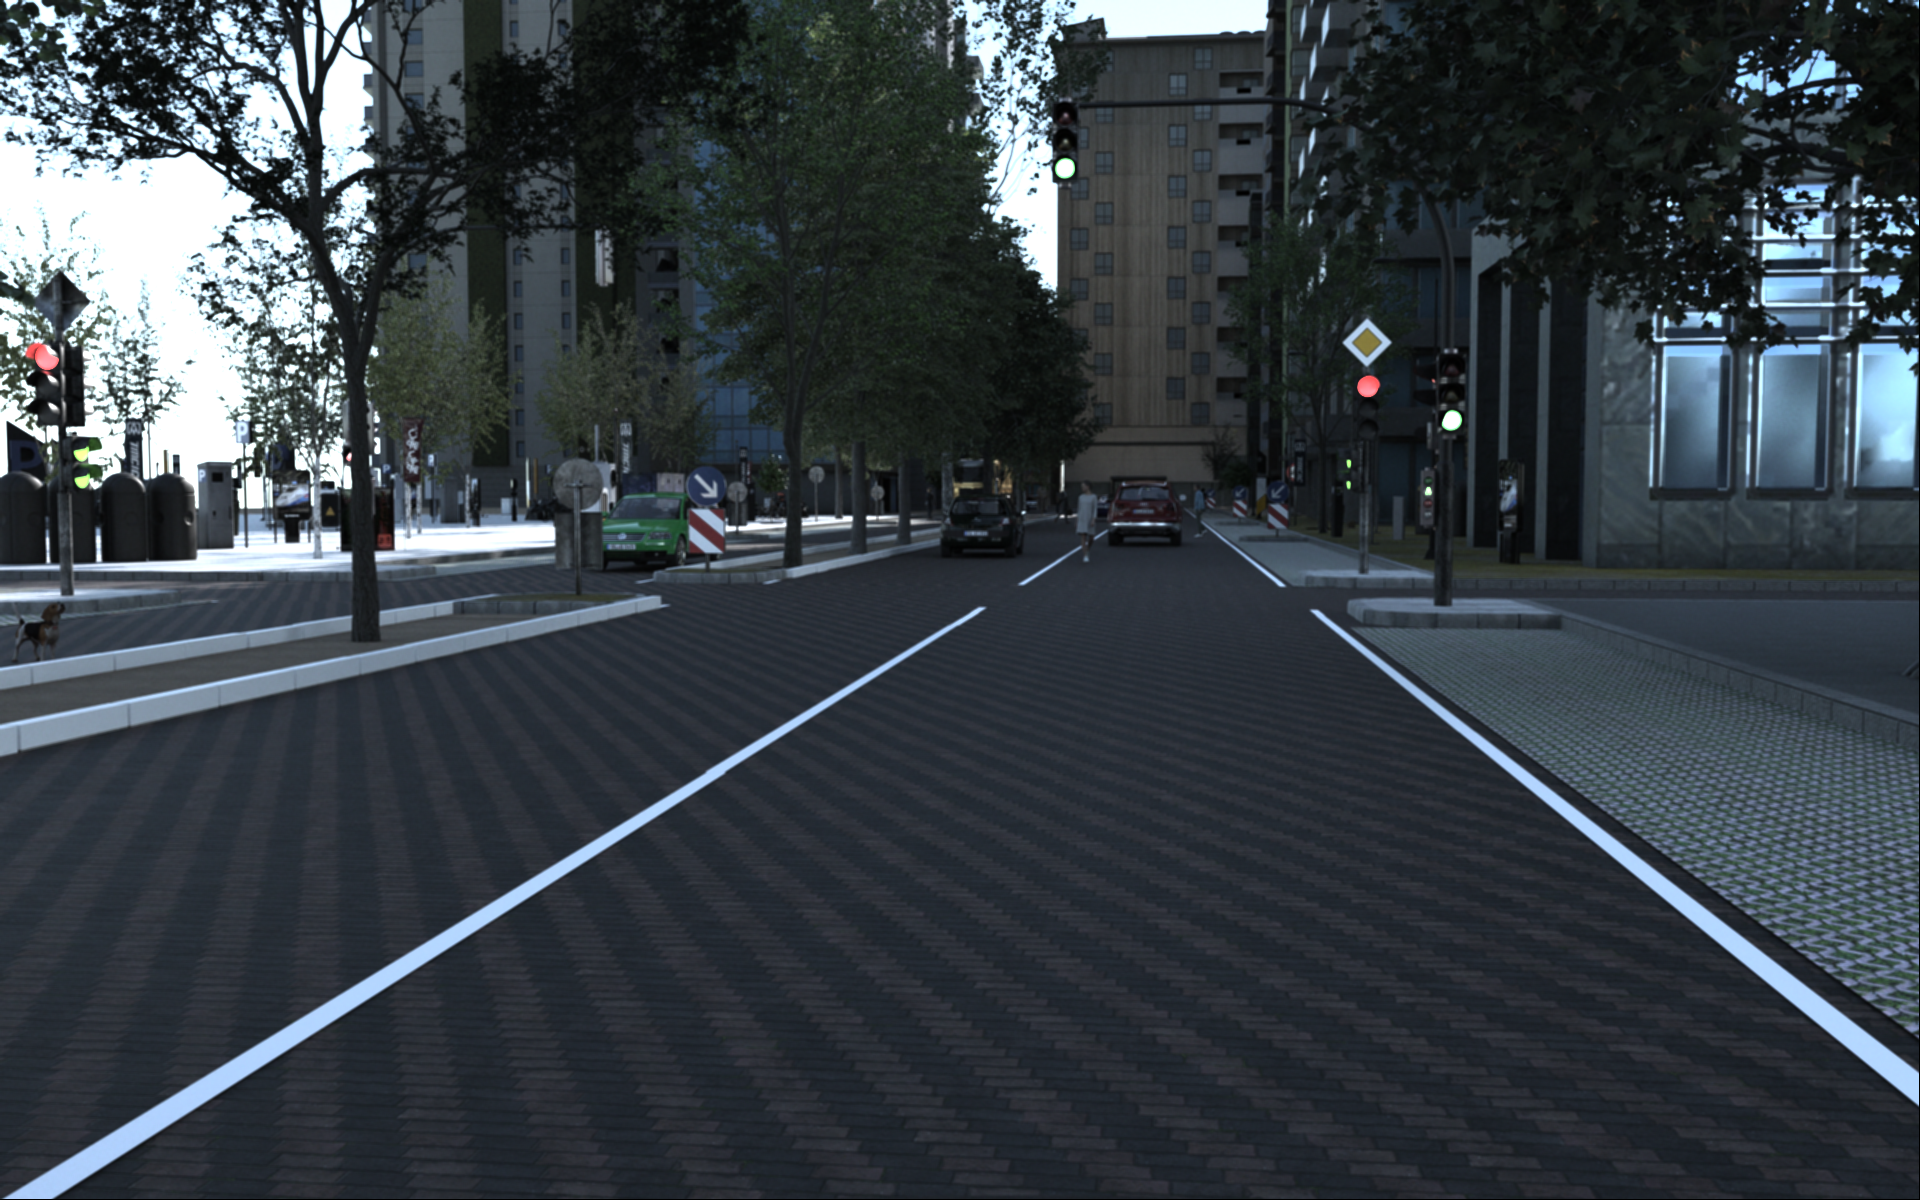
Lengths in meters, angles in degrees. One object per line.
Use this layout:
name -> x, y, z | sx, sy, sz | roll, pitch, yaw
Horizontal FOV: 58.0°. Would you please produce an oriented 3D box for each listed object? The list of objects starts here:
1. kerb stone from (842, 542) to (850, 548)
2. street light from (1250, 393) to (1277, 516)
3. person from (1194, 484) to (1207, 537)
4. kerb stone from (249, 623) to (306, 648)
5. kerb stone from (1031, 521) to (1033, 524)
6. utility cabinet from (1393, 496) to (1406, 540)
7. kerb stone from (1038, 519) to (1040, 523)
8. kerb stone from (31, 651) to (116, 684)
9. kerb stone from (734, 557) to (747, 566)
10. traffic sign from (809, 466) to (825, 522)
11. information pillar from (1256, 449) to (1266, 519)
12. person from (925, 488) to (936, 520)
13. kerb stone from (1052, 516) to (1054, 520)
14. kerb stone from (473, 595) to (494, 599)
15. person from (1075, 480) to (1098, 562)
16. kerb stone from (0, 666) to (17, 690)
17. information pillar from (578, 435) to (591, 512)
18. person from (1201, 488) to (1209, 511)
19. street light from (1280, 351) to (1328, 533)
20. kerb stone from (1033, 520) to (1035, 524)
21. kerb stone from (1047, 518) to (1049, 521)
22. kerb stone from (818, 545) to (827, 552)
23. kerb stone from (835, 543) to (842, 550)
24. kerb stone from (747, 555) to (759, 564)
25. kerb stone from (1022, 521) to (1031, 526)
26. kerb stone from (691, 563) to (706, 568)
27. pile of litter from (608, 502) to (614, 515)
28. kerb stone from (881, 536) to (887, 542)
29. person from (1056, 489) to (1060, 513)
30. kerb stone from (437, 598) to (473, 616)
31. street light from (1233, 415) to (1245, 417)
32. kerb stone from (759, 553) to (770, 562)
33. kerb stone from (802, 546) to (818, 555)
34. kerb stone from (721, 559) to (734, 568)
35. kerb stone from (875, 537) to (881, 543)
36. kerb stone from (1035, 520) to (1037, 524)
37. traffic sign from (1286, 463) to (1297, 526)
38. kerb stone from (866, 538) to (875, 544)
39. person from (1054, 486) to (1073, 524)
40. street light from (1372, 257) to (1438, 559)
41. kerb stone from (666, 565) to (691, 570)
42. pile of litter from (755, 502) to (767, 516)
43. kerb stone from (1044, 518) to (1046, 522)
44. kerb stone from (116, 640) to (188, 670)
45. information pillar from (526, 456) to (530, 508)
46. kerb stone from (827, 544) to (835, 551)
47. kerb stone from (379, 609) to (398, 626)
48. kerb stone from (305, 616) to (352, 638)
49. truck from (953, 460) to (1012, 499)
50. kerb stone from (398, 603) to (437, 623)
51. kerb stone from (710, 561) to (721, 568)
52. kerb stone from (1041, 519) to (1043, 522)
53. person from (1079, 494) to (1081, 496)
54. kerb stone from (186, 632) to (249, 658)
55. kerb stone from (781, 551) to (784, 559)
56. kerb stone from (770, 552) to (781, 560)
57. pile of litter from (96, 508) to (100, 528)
kerb stone -> -3.115, -1.427, 45.523 | 0.120, 0.150, 1.000 | 0, 4, 7
street light -> 14.151, -6.524, 79.208 | 1.470, 5.913, 1.316 | 0, 4, 7
person -> 8.037, -3.005, 57.977 | 0.444, 1.785, 0.601 | 2, 4, 31
kerb stone -> -6.570, 0.354, 16.523 | 0.120, 0.150, 1.000 | 0, 4, 7
kerb stone -> 3.205, -3.587, 80.850 | 0.120, 0.150, 1.000 | 0, 4, 7
utility cabinet -> 12.452, -2.319, 49.083 | 0.306, 1.237, 1.020 | 1, 4, 17
kerb stone -> 3.693, -3.836, 84.915 | 0.120, 0.150, 1.000 | 0, 4, 7
kerb stone -> -6.937, 0.534, 13.464 | 0.120, 0.150, 1.000 | 0, 4, 7
kerb stone -> -4.451, -0.740, 34.349 | 0.120, 0.150, 1.000 | 0, 4, 7
traffic sign -> -6.534, -4.812, 78.774 | 0.768, 2.556, 0.104 | 1, 4, 14
information pillar -> 15.442, -5.961, 88.814 | 0.504, 3.616, 0.183 | 0, 4, 6
person -> -1.664, -5.429, 97.690 | 0.534, 1.772, 0.576 | 2, 4, 27
kerb stone -> 4.907, -4.451, 95.096 | 0.120, 0.150, 1.000 | 0, 4, 7
kerb stone -> -5.970, 0.036, 21.611 | 0.120, 0.150, 1.000 | 0, 4, 7
person -> 2.685, -1.693, 36.930 | 0.466, 1.731, 0.760 | 0, 4, -6
kerb stone -> -7.057, 0.596, 12.443 | 0.120, 0.150, 1.000 | 0, 4, 7
information pillar -> -14.978, -4.755, 69.094 | 0.504, 3.616, 0.183 | 0, 4, -6
person -> 18.604, -7.603, 132.439 | 1.348, 1.869, 0.705 | 3, 4, 37
street light -> 11.341, -5.134, 56.490 | 1.470, 5.913, 1.316 | 0, 4, 7
kerb stone -> 3.325, -3.650, 81.865 | 0.120, 0.150, 1.000 | 0, 4, 7
kerb stone -> 4.432, -4.210, 91.029 | 0.120, 0.150, 1.000 | 0, 4, 7
kerb stone -> -3.481, -1.240, 42.477 | 0.120, 0.150, 1.000 | 0, 4, 7
kerb stone -> -3.239, -1.362, 44.507 | 0.120, 0.150, 1.000 | 0, 4, 7
kerb stone -> -4.325, -0.806, 35.366 | 0.120, 0.150, 1.000 | 0, 4, 7
kerb stone -> 3.077, -3.525, 79.833 | 0.120, 0.150, 1.000 | 0, 4, 7
kerb stone -> -4.810, -0.553, 31.269 | 0.120, 0.150, 1.000 | 0, 4, 7
pile of litter -> -19.221, -4.978, 95.354 | 1.719, 0.858, 1.176 | -1, 4, -14
kerb stone -> -2.390, -1.796, 51.623 | 0.120, 0.150, 1.000 | 0, 4, 7
person -> 7.547, -7.600, 132.846 | 0.705, 1.814, 1.350 | 0, 4, -1
kerb stone -> -6.083, 0.098, 20.595 | 0.120, 0.150, 1.000 | 0, 4, 7
street light -> 16.707, -7.899, 101.684 | 1.470, 5.913, 1.316 | 0, 4, 7
kerb stone -> -4.207, -0.864, 36.384 | 0.120, 0.150, 1.000 | 0, 4, 7
kerb stone -> -3.608, -1.176, 41.462 | 0.120, 0.150, 1.000 | 0, 4, 7
kerb stone -> -4.571, -0.679, 33.324 | 0.120, 0.150, 1.000 | 0, 4, 7
kerb stone -> -2.510, -1.738, 50.607 | 0.120, 0.150, 1.000 | 0, 4, 7
kerb stone -> 3.445, -3.711, 82.880 | 0.120, 0.150, 1.000 | 0, 4, 7
traffic sign -> 13.594, -4.283, 70.128 | 0.768, 2.556, 0.104 | 1, 4, 11
kerb stone -> -2.637, -1.676, 49.592 | 0.120, 0.150, 1.000 | 0, 4, 7
person -> 5.026, -4.635, 84.243 | 0.822, 1.834, 0.622 | 1, 4, 21
street light -> 8.765, -3.760, 34.017 | 1.470, 5.913, 1.316 | 0, 4, 7
kerb stone -> -4.941, -0.493, 30.249 | 0.120, 0.150, 1.000 | 0, 4, 7
pile of litter -> -12.067, -5.343, 101.316 | 1.719, 0.858, 1.176 | 1, 4, 9
kerb stone -> 4.181, -4.085, 88.988 | 0.120, 0.150, 1.000 | 0, 4, 7
kerb stone -> -6.814, 0.473, 14.482 | 0.120, 0.150, 1.000 | 0, 4, 7
information pillar -> -26.836, -7.114, 107.669 | 0.183, 3.616, 0.504 | -2, 4, -28
kerb stone -> -3.354, -1.302, 43.491 | 0.120, 0.150, 1.000 | 0, 4, 7
kerb stone -> -6.328, 0.223, 18.557 | 0.120, 0.150, 1.000 | 0, 4, 7
kerb stone -> -6.454, 0.285, 17.541 | 0.120, 0.150, 1.000 | 0, 4, 7
truck -> 1.242, -6.331, 99.432 | 3.469, 3.379, 9.791 | 0, 4, 8
kerb stone -> -6.211, 0.160, 19.581 | 0.120, 0.150, 1.000 | 0, 4, 7
kerb stone -> -4.689, -0.618, 32.292 | 0.120, 0.150, 1.000 | 0, 4, 7
kerb stone -> 3.935, -3.954, 86.958 | 0.120, 0.150, 1.000 | 0, 4, 7
person -> 10.117, -8.166, 145.278 | 0.557, 1.426, 1.065 | 1, 4, 17
kerb stone -> -6.704, 0.410, 15.498 | 0.120, 0.150, 1.000 | 0, 4, 7
kerb stone -> -3.958, -0.992, 38.415 | 0.120, 0.150, 1.000 | 0, 4, 7
kerb stone -> -4.085, -0.926, 37.399 | 0.120, 0.150, 1.000 | 0, 4, 7
pile of litter -> -32.042, -3.150, 65.471 | 1.176, 0.858, 1.719 | -1, 4, -22
